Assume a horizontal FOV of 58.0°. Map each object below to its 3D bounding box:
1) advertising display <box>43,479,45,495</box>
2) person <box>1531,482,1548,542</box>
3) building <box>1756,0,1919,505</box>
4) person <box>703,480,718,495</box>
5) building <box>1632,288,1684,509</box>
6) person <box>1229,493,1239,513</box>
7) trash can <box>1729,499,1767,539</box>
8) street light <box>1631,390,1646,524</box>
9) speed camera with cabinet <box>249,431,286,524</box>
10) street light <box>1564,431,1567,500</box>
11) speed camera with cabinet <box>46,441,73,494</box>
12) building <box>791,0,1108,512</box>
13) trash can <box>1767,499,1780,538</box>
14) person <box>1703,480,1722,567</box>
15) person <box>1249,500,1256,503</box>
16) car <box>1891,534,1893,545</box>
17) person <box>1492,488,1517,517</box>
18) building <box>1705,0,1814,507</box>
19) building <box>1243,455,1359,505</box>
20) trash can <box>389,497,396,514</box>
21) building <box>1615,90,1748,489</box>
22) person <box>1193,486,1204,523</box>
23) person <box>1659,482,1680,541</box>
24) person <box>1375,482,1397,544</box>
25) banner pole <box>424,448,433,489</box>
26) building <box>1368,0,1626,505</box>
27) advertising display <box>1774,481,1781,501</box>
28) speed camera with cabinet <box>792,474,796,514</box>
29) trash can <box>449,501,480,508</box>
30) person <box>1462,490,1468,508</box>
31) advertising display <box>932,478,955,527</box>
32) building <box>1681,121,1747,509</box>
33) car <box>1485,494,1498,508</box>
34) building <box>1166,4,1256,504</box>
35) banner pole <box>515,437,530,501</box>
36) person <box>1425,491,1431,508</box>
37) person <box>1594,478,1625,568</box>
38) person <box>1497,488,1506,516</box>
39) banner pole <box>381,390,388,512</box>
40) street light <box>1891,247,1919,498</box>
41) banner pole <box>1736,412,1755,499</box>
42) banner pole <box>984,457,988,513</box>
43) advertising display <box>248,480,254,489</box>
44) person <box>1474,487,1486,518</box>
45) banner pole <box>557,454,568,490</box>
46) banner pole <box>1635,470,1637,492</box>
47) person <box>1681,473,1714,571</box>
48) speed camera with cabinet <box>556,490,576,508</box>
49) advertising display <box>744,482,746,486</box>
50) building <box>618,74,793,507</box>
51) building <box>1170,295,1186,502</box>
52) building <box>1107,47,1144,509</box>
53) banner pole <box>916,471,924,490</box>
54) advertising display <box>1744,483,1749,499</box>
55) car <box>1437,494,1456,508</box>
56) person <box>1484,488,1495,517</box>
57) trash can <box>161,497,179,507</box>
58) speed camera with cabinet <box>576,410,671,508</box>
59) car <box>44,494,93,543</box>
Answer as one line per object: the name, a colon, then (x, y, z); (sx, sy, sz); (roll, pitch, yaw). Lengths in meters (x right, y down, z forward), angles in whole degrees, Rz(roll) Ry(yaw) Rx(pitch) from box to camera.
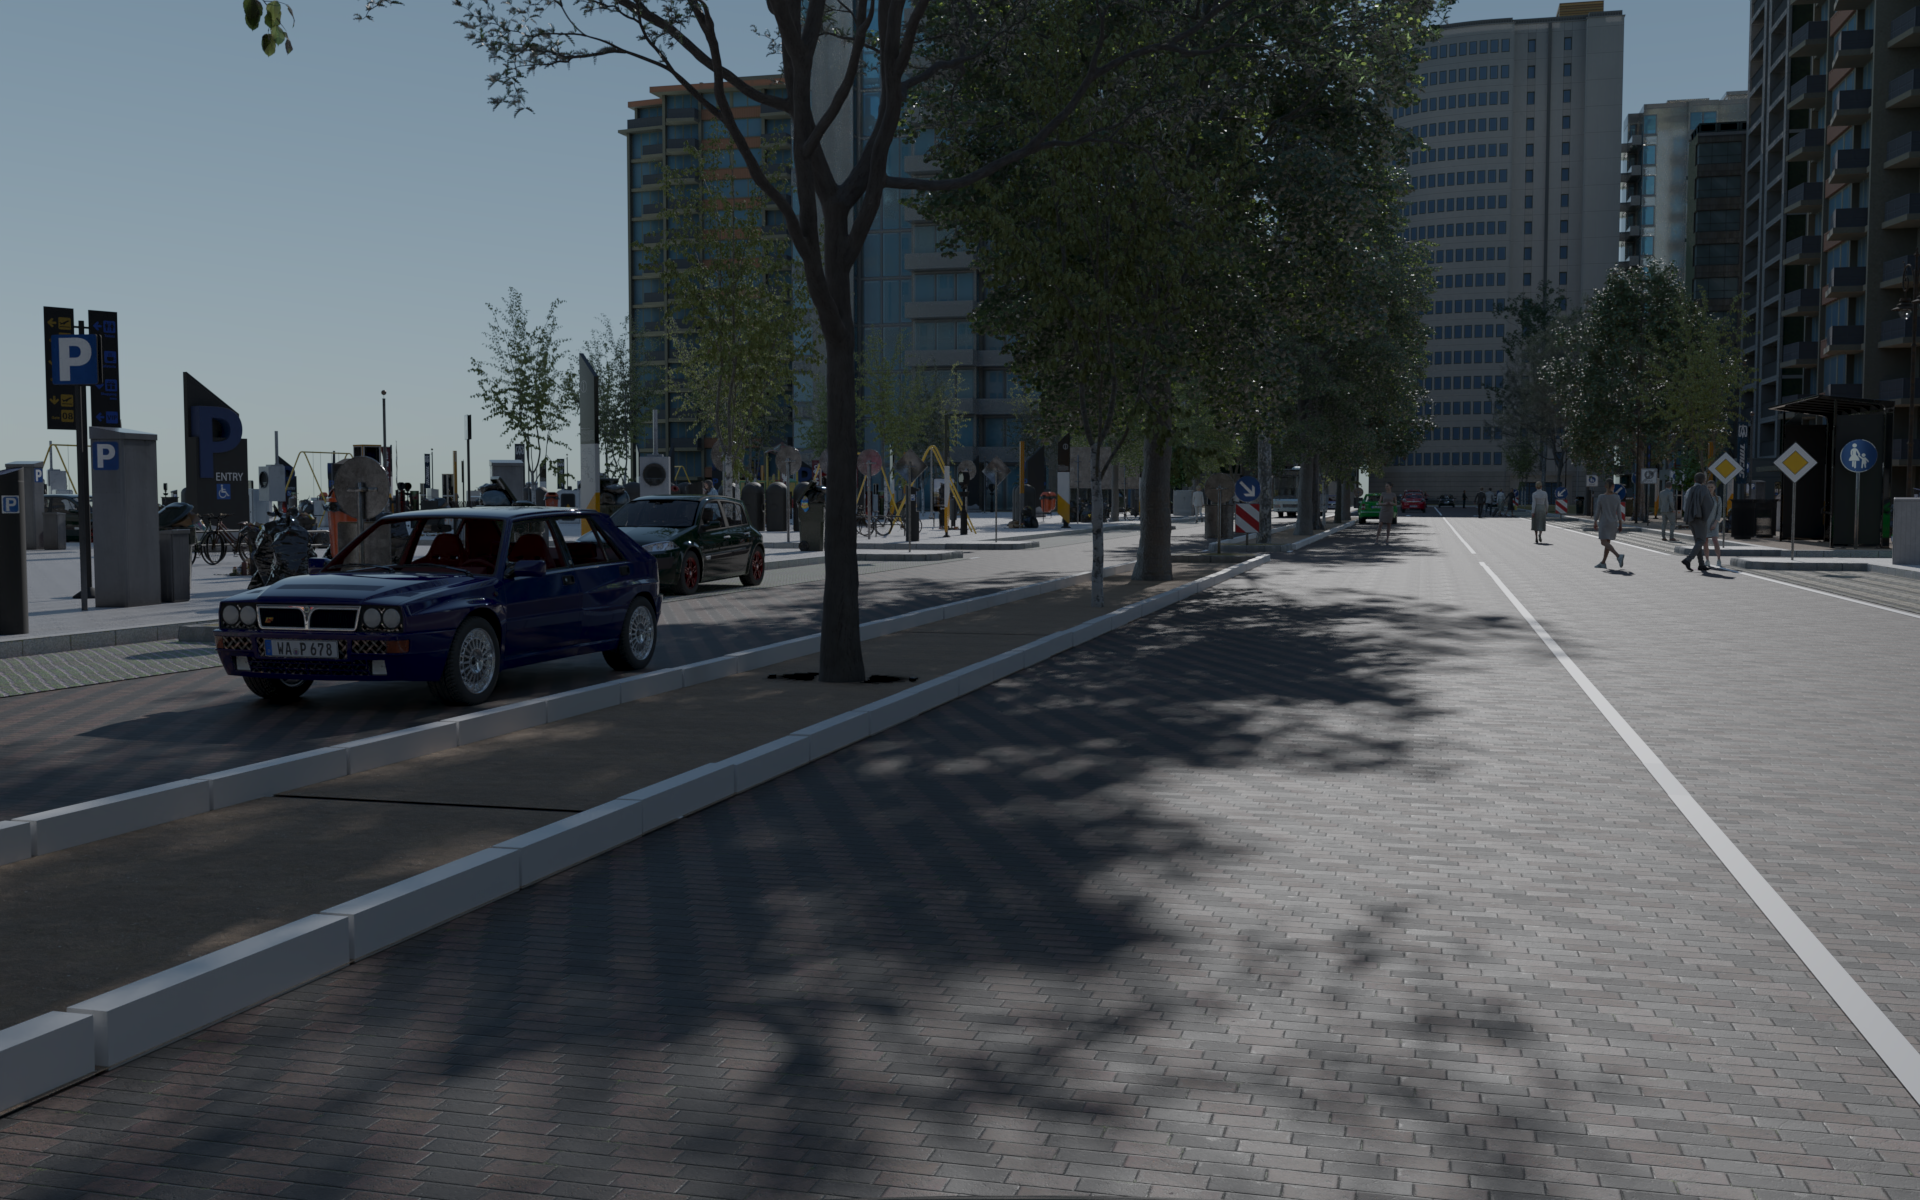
advertising display: (-38.156, -4.039, 71.258); (0.123, 1.923, 0.974); (3, 4, 39)
person: (17.104, -2.593, 51.118); (0.478, 1.798, 0.641); (1, 4, 21)
building: (57.599, -26.814, 93.037); (22.147, 44.769, 28.867); (1, 4, 15)
person: (-6.312, -2.169, 44.221); (0.793, 1.790, 0.793); (1, 4, 19)
building: (77.110, -19.019, 155.992); (27.650, 21.520, 28.899); (1, 4, 15)
person: (13.487, -4.665, 84.876); (0.850, 1.850, 0.679); (2, 4, 35)
trash can: (22.207, -2.292, 49.123); (0.748, 1.137, 0.748); (0, 3, 0)
street light: (29.434, -6.265, 75.214); (0.468, 5.910, 1.993); (1, 4, 15)
speed camera with cabinet: (-22.028, -3.685, 54.579); (2.038, 3.252, 0.660); (3, 5, 41)
street light: (39.511, -8.571, 112.927); (0.468, 5.910, 1.993); (1, 4, 15)
speed camera with cabinet: (-33.115, -4.245, 63.743); (0.660, 3.252, 2.038); (-2, 4, -35)
building: (0.233, -31.784, 139.284); (23.786, 49.044, 30.456); (1, 4, 15)
trash can: (23.581, -2.389, 50.718); (0.748, 1.137, 0.748); (0, 3, 0)
person: (14.902, -1.524, 34.417); (0.512, 1.701, 0.522); (2, 4, 31)
person: (15.039, -4.929, 89.435); (0.694, 1.780, 0.624); (-1, 4, -16)
car: (22.087, -1.672, 36.132); (4.718, 1.807, 1.959); (1, 4, 13)
person: (34.535, -6.182, 109.796); (1.509, 1.804, 0.699); (1, 4, 22)
building: (63.853, -41.515, 117.023); (20.563, 71.187, 20.611); (1, 4, 15)
building: (43.174, -27.310, 218.226); (14.107, 30.474, 14.160); (1, 4, 15)
trash can: (-23.551, -3.718, 72.447); (0.748, 1.137, 0.748); (0, 3, 0)
building: (94.069, -35.991, 208.064); (30.456, 49.044, 23.786); (1, 4, 15)
person: (11.692, -4.677, 84.846); (0.514, 1.842, 0.818); (0, 4, -8)
person: (21.571, -2.702, 52.778); (0.391, 1.810, 0.635); (-2, 4, -26)
person: (12.126, -2.475, 49.301); (0.599, 1.781, 0.374); (1, 4, 13)
banner pole: (-28.899, -6.384, 94.390); (0.401, 3.779, 0.863); (2, 4, 24)
building: (65.307, -41.086, 213.757); (28.212, 58.520, 21.231); (1, 4, 15)
advertising display: (42.079, -5.089, 88.420); (0.974, 1.923, 0.123); (3, 5, 45)
speed camera with cabinet: (-10.765, -7.200, 112.058); (0.660, 3.252, 2.038); (0, 4, 7)
trash can: (-10.138, -1.473, 35.730); (0.748, 1.137, 0.748); (0, 3, 0)
person: (50.806, -10.145, 174.387); (0.705, 1.821, 1.348); (3, 4, 36)
advertising display: (-0.647, -3.858, 68.289); (0.974, 1.923, 0.123); (-2, 4, -26)
building: (64.164, -22.288, 136.117); (14.160, 30.474, 14.107); (1, 4, 15)
car: (52.266, -9.757, 169.314); (2.009, 1.686, 4.222); (1, 4, 17)
building: (26.568, -48.026, 223.480); (20.611, 71.187, 20.563); (1, 4, 15)
banner pole: (-19.000, -5.225, 75.440); (0.863, 3.779, 0.401); (0, 4, 7)
person: (49.171, -10.623, 182.908); (1.217, 1.743, 0.721); (0, 4, 6)
person: (12.521, -1.472, 33.321); (0.466, 1.731, 0.760); (-2, 4, -30)
person: (34.966, -6.319, 112.039); (0.641, 1.798, 0.478); (-3, 5, -39)
banner pole: (-13.908, -3.176, 41.941); (0.401, 3.779, 0.863); (-1, 4, -16)
street light: (17.930, -3.660, 32.621); (0.468, 5.910, 1.993); (1, 4, 15)
banner pole: (23.882, -3.832, 52.663); (0.863, 3.779, 0.401); (-2, 4, -26)
banner pole: (1.735, -7.693, 115.796); (0.401, 3.779, 0.863); (1, 4, 21)
advertising display: (-33.296, -4.634, 80.982); (0.974, 1.923, 0.123); (3, 5, 41)
person: (31.258, -5.854, 103.992); (0.659, 1.850, 0.755); (2, 4, 27)
banner pole: (-24.554, -7.174, 107.306); (0.863, 3.779, 0.401); (-1, 4, -14)
banner pole: (37.436, -6.451, 95.498); (0.863, 3.779, 0.401); (-2, 4, -33)
person: (13.785, -1.450, 32.313); (0.850, 1.850, 0.679); (-2, 4, -26)
speed camera with cabinet: (-16.443, -4.958, 75.398); (2.038, 3.252, 0.660); (0, 4, 3)
advertising display: (-11.453, -5.401, 93.523); (0.123, 1.923, 0.974); (0, 4, 8)
building: (-19.713, -32.380, 184.044); (28.867, 44.769, 22.147); (1, 4, 15)
building: (15.987, -24.941, 179.485); (14.107, 30.474, 14.160); (1, 4, 15)
building: (10.082, -31.176, 159.840); (14.600, 45.320, 14.200); (1, 4, 15)
banner pole: (-2.875, -8.045, 121.558); (0.863, 3.779, 0.401); (-2, 4, -28)
advertising display: (44.766, -5.661, 97.765); (0.123, 1.923, 0.974); (-3, 5, -41)
car: (51.829, -10.683, 184.452); (2.009, 1.686, 4.222); (1, 4, 15)
person: (32.816, -6.060, 107.422); (0.661, 1.843, 0.795); (2, 4, 30)
trash can: (-42.794, -5.010, 93.573); (0.748, 1.137, 0.748); (0, 3, 0)
speed camera with cabinet: (-7.801, -2.816, 40.382); (2.038, 3.252, 0.660); (0, 4, -5)
car: (-23.936, -2.285, 47.147); (4.222, 1.686, 2.009); (1, 4, 15)
